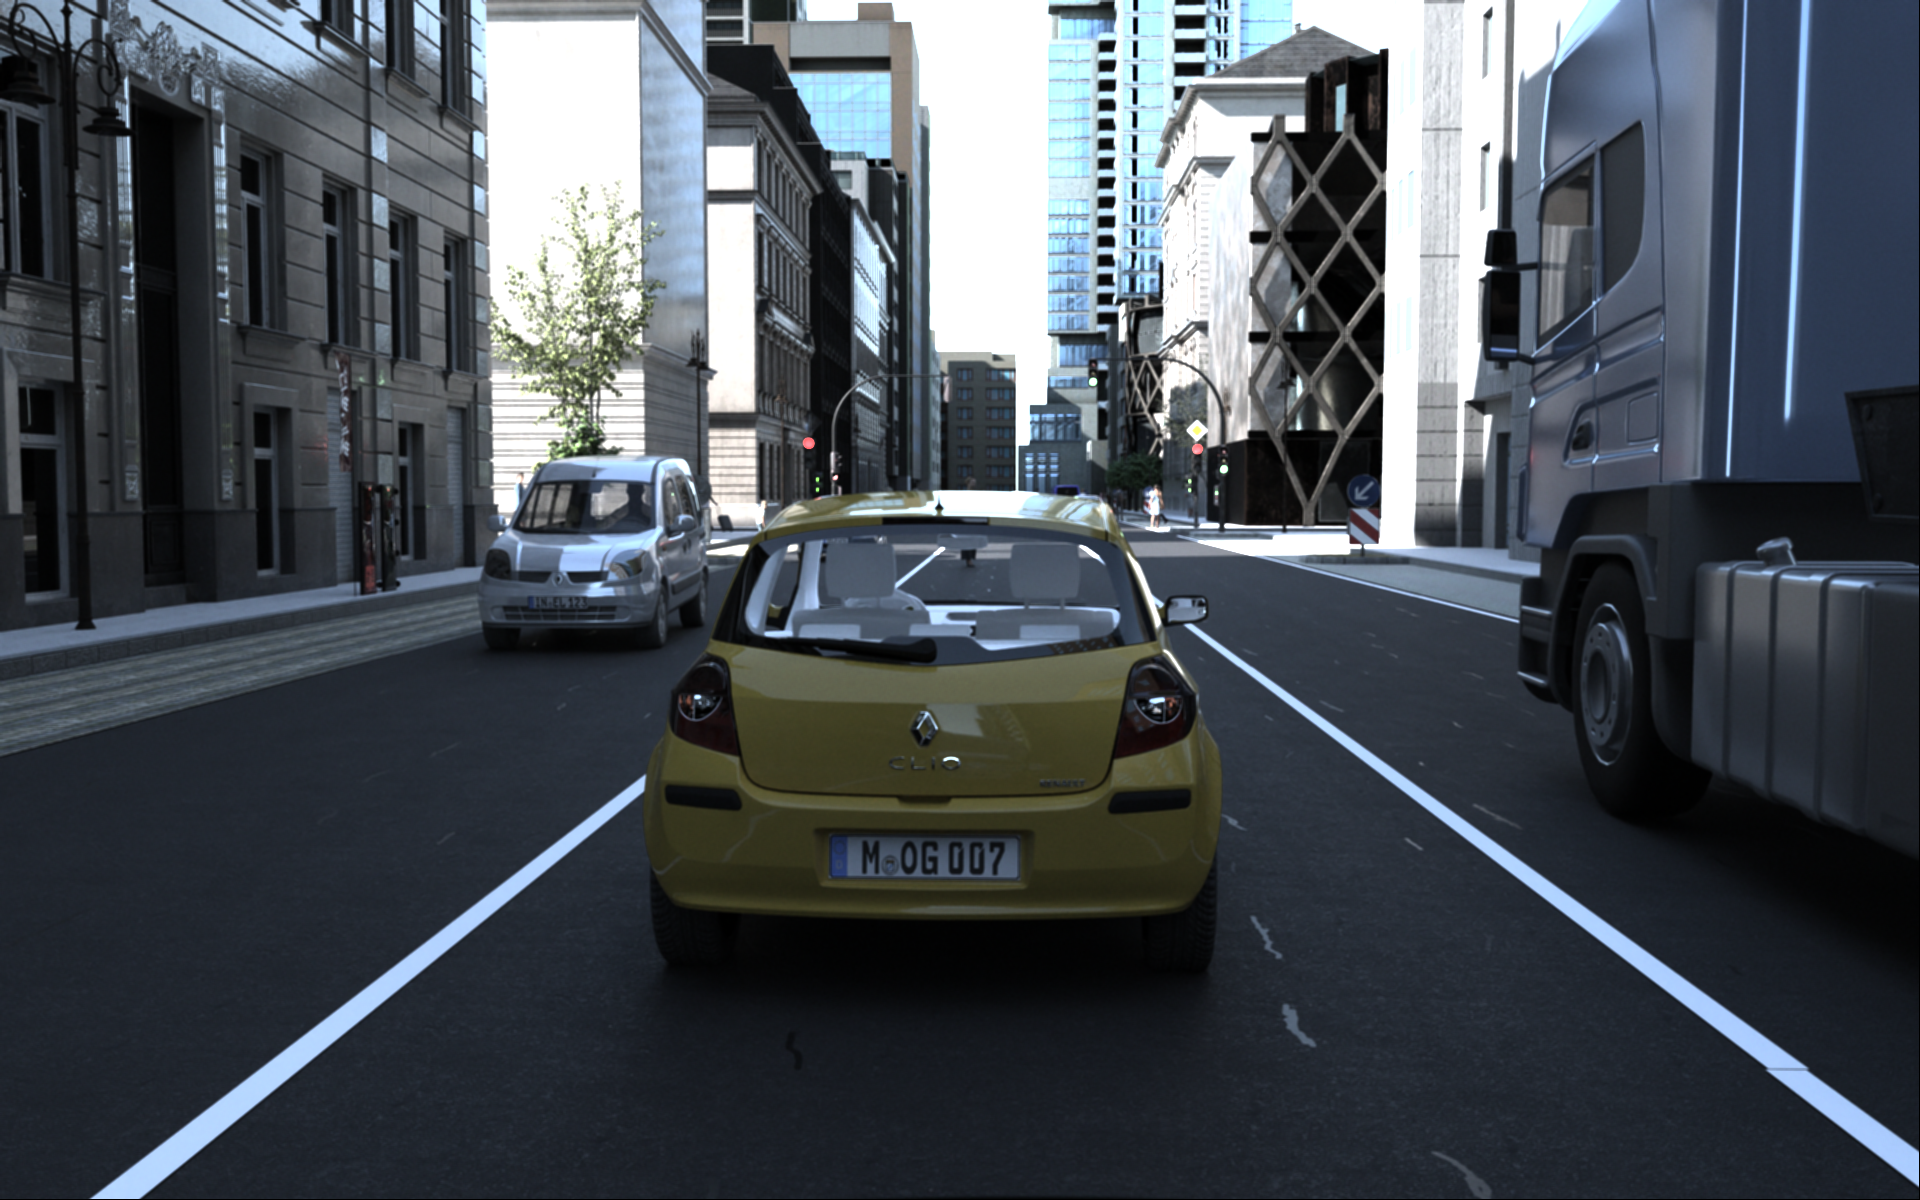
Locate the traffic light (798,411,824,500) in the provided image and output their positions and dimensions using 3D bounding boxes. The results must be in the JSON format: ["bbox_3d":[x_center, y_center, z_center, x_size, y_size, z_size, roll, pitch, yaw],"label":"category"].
[{"bbox_3d":[-5.025,-4.239,58.222,0.839,4.253,0.868,0,4,2],"label":"traffic light"}]

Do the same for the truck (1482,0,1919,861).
[{"bbox_3d":[3.652,-0.658,0.521,2.967,4.110,18.799,0,4,3],"label":"truck"}]

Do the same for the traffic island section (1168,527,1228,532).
[{"bbox_3d":[9.010,-2.669,65.920,2.009,0.180,2.903,0,4,2],"label":"traffic island section"}]

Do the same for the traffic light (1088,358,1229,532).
[{"bbox_3d":[6.637,-5.081,57.747,4.771,5.953,1.251,0,4,2],"label":"traffic light"}]

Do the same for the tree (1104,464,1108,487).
[{"bbox_3d":[13.889,-9.962,146.596,4.285,4.588,4.351,0,3,0],"label":"tree"}]

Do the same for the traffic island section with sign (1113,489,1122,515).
[{"bbox_3d":[10.577,-6.683,117.900,1.989,1.847,2.006,0,4,2],"label":"traffic island section with sign"}]

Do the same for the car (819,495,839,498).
[{"bbox_3d":[-2.589,-1.636,38.746,2.014,1.417,4.499,0,4,1],"label":"car"}]

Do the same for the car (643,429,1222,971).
[{"bbox_3d":[-0.005,0.218,6.662,2.015,1.641,3.980,0,4,3],"label":"car"}]

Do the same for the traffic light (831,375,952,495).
[{"bbox_3d":[-2.692,-5.597,66.176,4.771,5.953,1.251,0,4,2],"label":"traffic light"}]

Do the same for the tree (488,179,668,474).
[{"bbox_3d":[-8.795,-5.495,40.210,4.737,8.622,4.395,0,3,0],"label":"tree"}]

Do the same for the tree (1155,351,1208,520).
[{"bbox_3d":[12.144,-8.316,86.326,4.360,8.622,3.978,0,3,0],"label":"tree"}]

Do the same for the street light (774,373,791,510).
[{"bbox_3d":[-6.808,-5.734,66.545,0.468,5.910,1.993,0,4,2],"label":"street light"}]

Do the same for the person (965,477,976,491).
[{"bbox_3d":[0.156,-1.552,34.301,0.576,1.772,0.534,-3,5,-40],"label":"person"}]

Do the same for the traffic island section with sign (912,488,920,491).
[{"bbox_3d":[-2.959,-6.681,117.865,1.989,1.847,2.006,0,4,2],"label":"traffic island section with sign"}]

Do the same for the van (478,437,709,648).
[{"bbox_3d":[-3.587,-0.636,17.416,2.013,2.044,4.112,0,4,0],"label":"van"}]

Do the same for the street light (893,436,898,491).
[{"bbox_3d":[-4.925,-9.711,131.569,0.468,5.910,1.993,0,4,2],"label":"street light"}]

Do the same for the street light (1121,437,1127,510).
[{"bbox_3d":[13.330,-10.258,140.506,0.468,5.910,1.993,0,4,2],"label":"street light"}]

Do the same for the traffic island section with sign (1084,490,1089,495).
[{"bbox_3d":[12.105,-9.788,168.653,1.989,1.847,2.006,0,4,2],"label":"traffic island section with sign"}]

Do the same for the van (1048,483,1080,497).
[{"bbox_3d":[7.526,-7.326,124.169,2.240,2.365,5.245,0,4,0],"label":"van"}]

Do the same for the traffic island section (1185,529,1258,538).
[{"bbox_3d":[8.770,-2.181,57.939,2.009,0.180,2.903,0,4,2],"label":"traffic island section"}]

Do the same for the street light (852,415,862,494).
[{"bbox_3d":[-5.884,-7.719,98.997,0.468,5.910,1.993,0,4,2],"label":"street light"}]

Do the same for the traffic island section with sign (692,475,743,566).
[{"bbox_3d":[-5.419,-1.635,35.356,1.989,1.847,2.006,0,4,2],"label":"traffic island section with sign"}]

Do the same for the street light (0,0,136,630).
[{"bbox_3d":[-8.307,-2.660,16.275,0.468,5.910,1.993,0,4,2],"label":"street light"}]

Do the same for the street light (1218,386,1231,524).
[{"bbox_3d":[11.376,-6.206,74.261,0.468,5.910,1.993,0,4,2],"label":"street light"}]

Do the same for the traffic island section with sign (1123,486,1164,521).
[{"bbox_3d":[9.764,-5.028,90.829,1.989,1.847,2.006,0,4,2],"label":"traffic island section with sign"}]

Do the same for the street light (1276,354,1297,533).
[{"bbox_3d":[10.771,-5.171,57.328,0.468,5.910,1.993,0,4,2],"label":"street light"}]

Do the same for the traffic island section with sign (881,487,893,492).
[{"bbox_3d":[-3.758,-5.033,90.922,1.989,1.847,2.006,0,4,2],"label":"traffic island section with sign"}]

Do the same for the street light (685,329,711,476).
[{"bbox_3d":[-7.322,-4.636,48.582,0.468,5.910,1.993,0,4,2],"label":"street light"}]

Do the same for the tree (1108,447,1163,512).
[{"bbox_3d":[12.869,-8.444,121.772,4.285,4.588,4.351,0,3,0],"label":"tree"}]

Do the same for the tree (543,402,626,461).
[{"bbox_3d":[-7.759,-2.564,36.528,1.663,3.219,1.824,0,3,0],"label":"tree"}]

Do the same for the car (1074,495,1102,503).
[{"bbox_3d":[6.365,-4.605,87.649,2.083,1.381,4.827,0,4,0],"label":"car"}]

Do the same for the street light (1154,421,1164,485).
[{"bbox_3d":[12.325,-8.231,107.367,0.468,5.910,1.993,0,4,2],"label":"street light"}]

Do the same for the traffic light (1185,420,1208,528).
[{"bbox_3d":[8.970,-4.703,65.807,0.839,4.253,0.868,0,4,2],"label":"traffic light"}]

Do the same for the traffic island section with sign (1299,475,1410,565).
[{"bbox_3d":[8.115,-1.670,35.925,1.989,1.847,2.006,0,4,2],"label":"traffic island section with sign"}]
